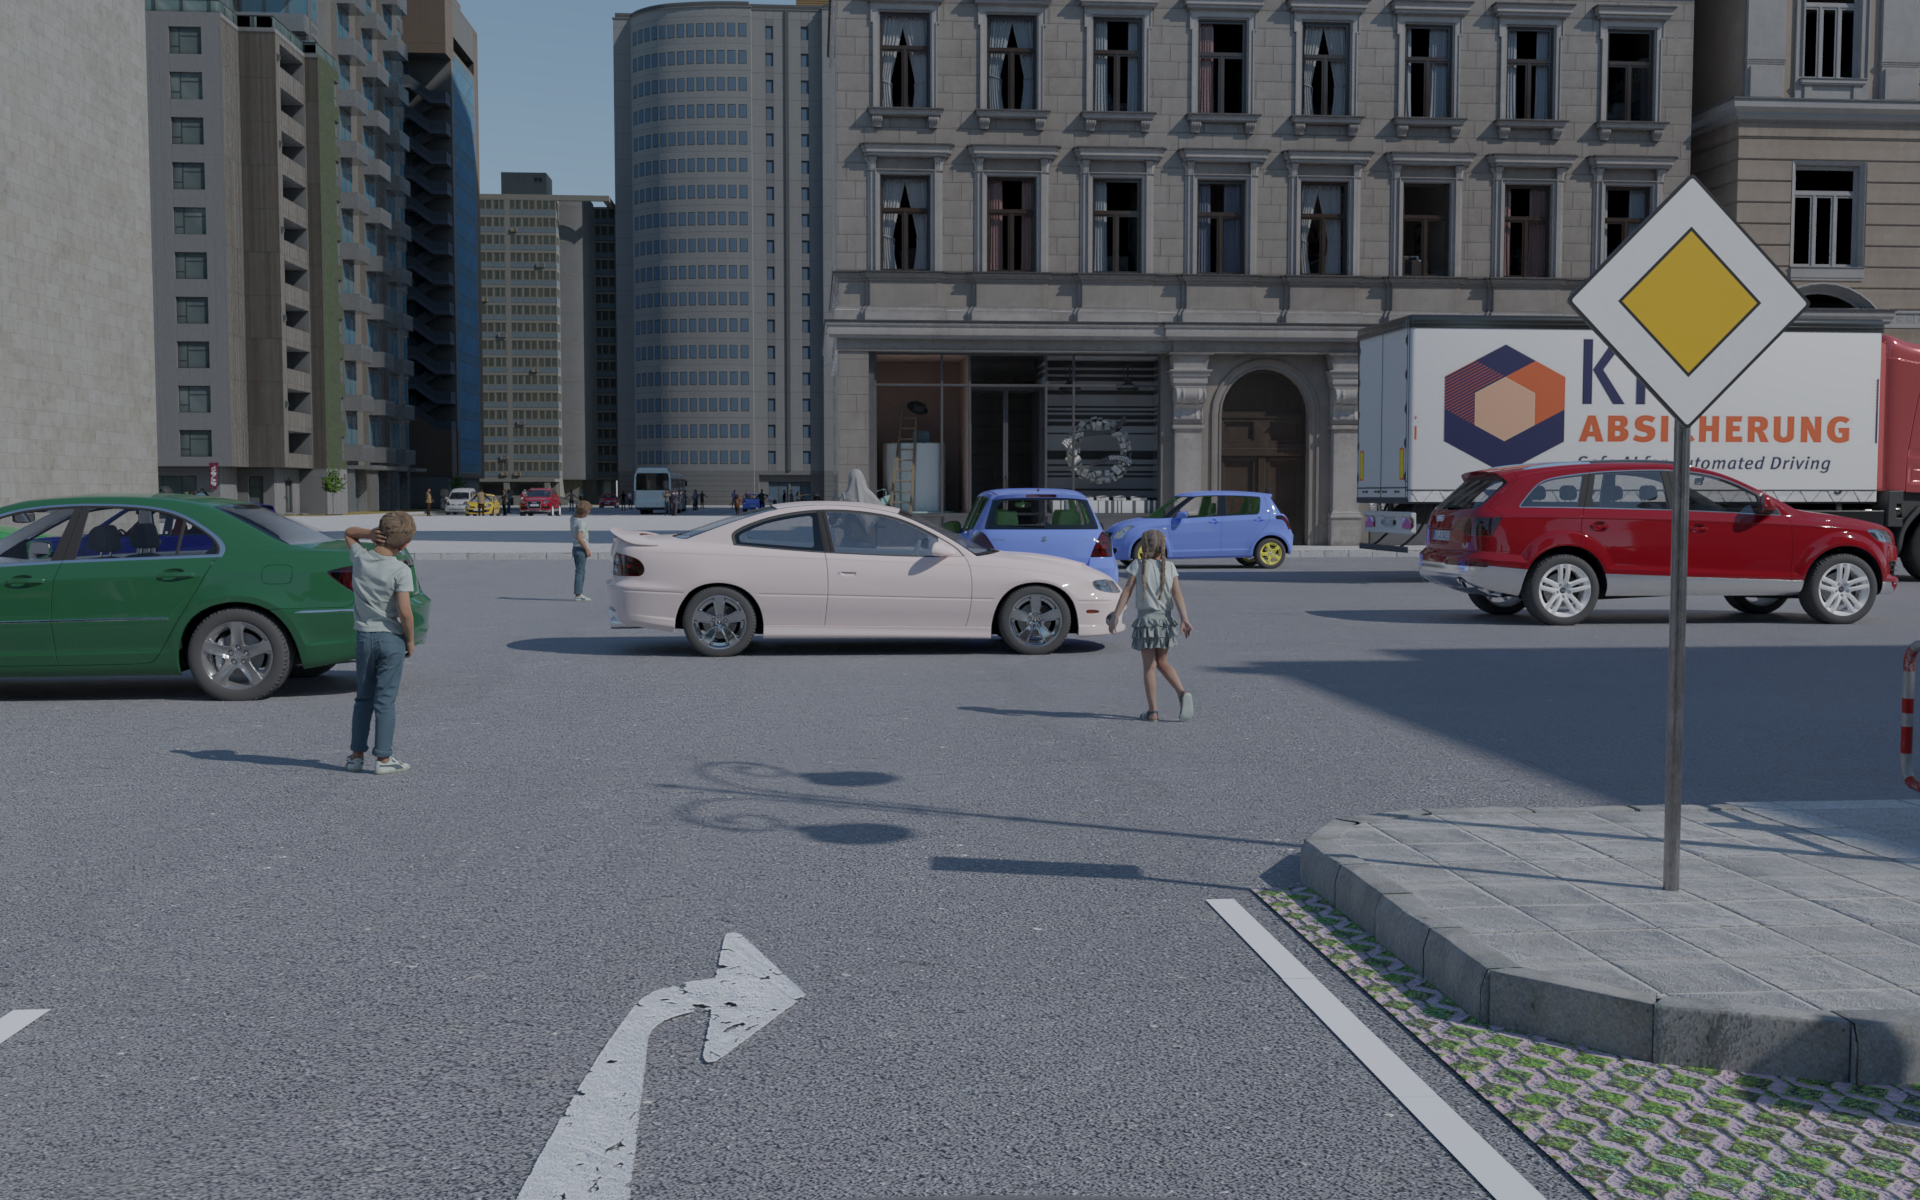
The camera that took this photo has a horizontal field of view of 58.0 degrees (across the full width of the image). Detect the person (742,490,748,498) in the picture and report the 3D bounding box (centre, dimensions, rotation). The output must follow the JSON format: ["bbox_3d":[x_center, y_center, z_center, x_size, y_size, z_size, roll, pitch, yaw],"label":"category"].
[{"bbox_3d":[-22.936,-10.899,186.659,1.348,1.831,0.705,-1,4,-16],"label":"person"}]

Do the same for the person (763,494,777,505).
[{"bbox_3d":[-12.413,-6.229,113.537,0.799,1.438,0.628,-3,5,-41],"label":"person"}]

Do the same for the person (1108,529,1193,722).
[{"bbox_3d":[1.198,0.162,10.873,0.505,1.210,0.382,-1,4,-14],"label":"person"}]

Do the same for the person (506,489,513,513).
[{"bbox_3d":[-33.907,-7.440,130.232,0.705,1.814,1.350,0,4,1],"label":"person"}]

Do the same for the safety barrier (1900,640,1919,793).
[{"bbox_3d":[3.777,0.489,6.285,0.300,0.817,1.120,0,4,-5],"label":"safety barrier"}]

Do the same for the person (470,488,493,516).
[{"bbox_3d":[-28.301,-5.736,102.377,1.348,1.812,0.705,0,4,-5],"label":"person"}]

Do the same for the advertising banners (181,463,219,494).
[{"bbox_3d":[-42.165,-6.113,96.131,2.074,3.025,0.090,0,4,-2],"label":"advertising banners"}]

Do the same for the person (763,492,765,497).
[{"bbox_3d":[-20.821,-10.619,181.983,0.599,1.838,0.709,3,4,39],"label":"person"}]

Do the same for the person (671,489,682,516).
[{"bbox_3d":[-17.397,-5.932,106.290,0.742,1.727,0.445,0,4,-4],"label":"person"}]

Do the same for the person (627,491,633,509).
[{"bbox_3d":[-30.806,-9.324,161.883,0.436,1.711,0.756,-2,4,-35],"label":"person"}]

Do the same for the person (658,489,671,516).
[{"bbox_3d":[-18.994,-6.303,112.268,1.217,1.735,0.721,0,4,-7],"label":"person"}]

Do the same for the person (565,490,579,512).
[{"bbox_3d":[-31.882,-8.128,142.106,1.217,1.736,0.721,0,4,-7],"label":"person"}]

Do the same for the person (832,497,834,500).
[{"bbox_3d":[-10.316,-8.603,148.784,1.348,1.869,0.705,0,4,-2],"label":"person"}]

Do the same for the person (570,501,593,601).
[{"bbox_3d":[-5.070,-0.662,23.238,0.340,1.345,0.435,-3,5,-41],"label":"person"}]

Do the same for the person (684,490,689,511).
[{"bbox_3d":[-23.234,-8.433,146.457,0.705,1.814,1.350,-2,4,-31],"label":"person"}]

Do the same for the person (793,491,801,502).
[{"bbox_3d":[-16.897,-10.485,180.648,1.217,1.735,0.721,1,4,14],"label":"person"}]

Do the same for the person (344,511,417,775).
[{"bbox_3d":[-3.001,0.213,8.934,0.435,1.345,0.340,0,4,0],"label":"person"}]

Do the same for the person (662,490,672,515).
[{"bbox_3d":[-20.387,-6.811,120.659,0.742,1.727,0.445,-1,4,-16],"label":"person"}]

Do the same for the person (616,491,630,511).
[{"bbox_3d":[-28.519,-8.393,146.554,1.217,1.723,0.721,-2,4,-33],"label":"person"}]

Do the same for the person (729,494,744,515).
[{"bbox_3d":[-13.694,-5.793,106.476,1.065,1.426,0.557,2,4,29],"label":"person"}]

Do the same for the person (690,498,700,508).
[{"bbox_3d":[-26.909,-10.052,176.105,1.065,1.426,0.557,-1,4,-21],"label":"person"}]

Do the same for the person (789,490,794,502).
[{"bbox_3d":[-12.787,-7.557,132.582,0.750,1.759,0.617,3,4,36],"label":"person"}]

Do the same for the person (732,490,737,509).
[{"bbox_3d":[-21.057,-9.402,162.089,0.599,1.838,0.709,3,4,38],"label":"person"}]

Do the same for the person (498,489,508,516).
[{"bbox_3d":[-29.833,-6.355,113.115,0.721,1.735,1.217,-3,5,-41],"label":"person"}]

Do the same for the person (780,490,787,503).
[{"bbox_3d":[-15.499,-8.801,152.402,0.705,1.822,1.348,-2,4,-25],"label":"person"}]

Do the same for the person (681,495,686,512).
[{"bbox_3d":[-22.145,-7.927,138.048,0.705,1.831,1.348,-3,5,-42],"label":"person"}]

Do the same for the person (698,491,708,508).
[{"bbox_3d":[-26.908,-10.531,180.812,1.348,1.807,0.705,1,4,20],"label":"person"}]

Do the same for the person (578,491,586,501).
[{"bbox_3d":[-34.224,-9.033,156.917,0.721,1.736,1.217,1,4,18],"label":"person"}]

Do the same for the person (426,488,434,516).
[{"bbox_3d":[-34.429,-6.343,112.306,0.705,1.812,1.348,0,4,-1],"label":"person"}]

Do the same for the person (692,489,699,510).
[{"bbox_3d":[-23.182,-8.791,152.103,0.599,1.838,0.709,1,4,9],"label":"person"}]

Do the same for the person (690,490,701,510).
[{"bbox_3d":[-24.421,-9.271,160.086,1.348,1.823,0.705,2,4,33],"label":"person"}]

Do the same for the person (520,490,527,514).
[{"bbox_3d":[-30.102,-6.759,119.686,0.551,1.740,0.621,-3,5,-40],"label":"person"}]

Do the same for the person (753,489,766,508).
[{"bbox_3d":[-15.492,-7.751,135.359,1.348,1.807,0.705,-2,4,-25],"label":"person"}]
